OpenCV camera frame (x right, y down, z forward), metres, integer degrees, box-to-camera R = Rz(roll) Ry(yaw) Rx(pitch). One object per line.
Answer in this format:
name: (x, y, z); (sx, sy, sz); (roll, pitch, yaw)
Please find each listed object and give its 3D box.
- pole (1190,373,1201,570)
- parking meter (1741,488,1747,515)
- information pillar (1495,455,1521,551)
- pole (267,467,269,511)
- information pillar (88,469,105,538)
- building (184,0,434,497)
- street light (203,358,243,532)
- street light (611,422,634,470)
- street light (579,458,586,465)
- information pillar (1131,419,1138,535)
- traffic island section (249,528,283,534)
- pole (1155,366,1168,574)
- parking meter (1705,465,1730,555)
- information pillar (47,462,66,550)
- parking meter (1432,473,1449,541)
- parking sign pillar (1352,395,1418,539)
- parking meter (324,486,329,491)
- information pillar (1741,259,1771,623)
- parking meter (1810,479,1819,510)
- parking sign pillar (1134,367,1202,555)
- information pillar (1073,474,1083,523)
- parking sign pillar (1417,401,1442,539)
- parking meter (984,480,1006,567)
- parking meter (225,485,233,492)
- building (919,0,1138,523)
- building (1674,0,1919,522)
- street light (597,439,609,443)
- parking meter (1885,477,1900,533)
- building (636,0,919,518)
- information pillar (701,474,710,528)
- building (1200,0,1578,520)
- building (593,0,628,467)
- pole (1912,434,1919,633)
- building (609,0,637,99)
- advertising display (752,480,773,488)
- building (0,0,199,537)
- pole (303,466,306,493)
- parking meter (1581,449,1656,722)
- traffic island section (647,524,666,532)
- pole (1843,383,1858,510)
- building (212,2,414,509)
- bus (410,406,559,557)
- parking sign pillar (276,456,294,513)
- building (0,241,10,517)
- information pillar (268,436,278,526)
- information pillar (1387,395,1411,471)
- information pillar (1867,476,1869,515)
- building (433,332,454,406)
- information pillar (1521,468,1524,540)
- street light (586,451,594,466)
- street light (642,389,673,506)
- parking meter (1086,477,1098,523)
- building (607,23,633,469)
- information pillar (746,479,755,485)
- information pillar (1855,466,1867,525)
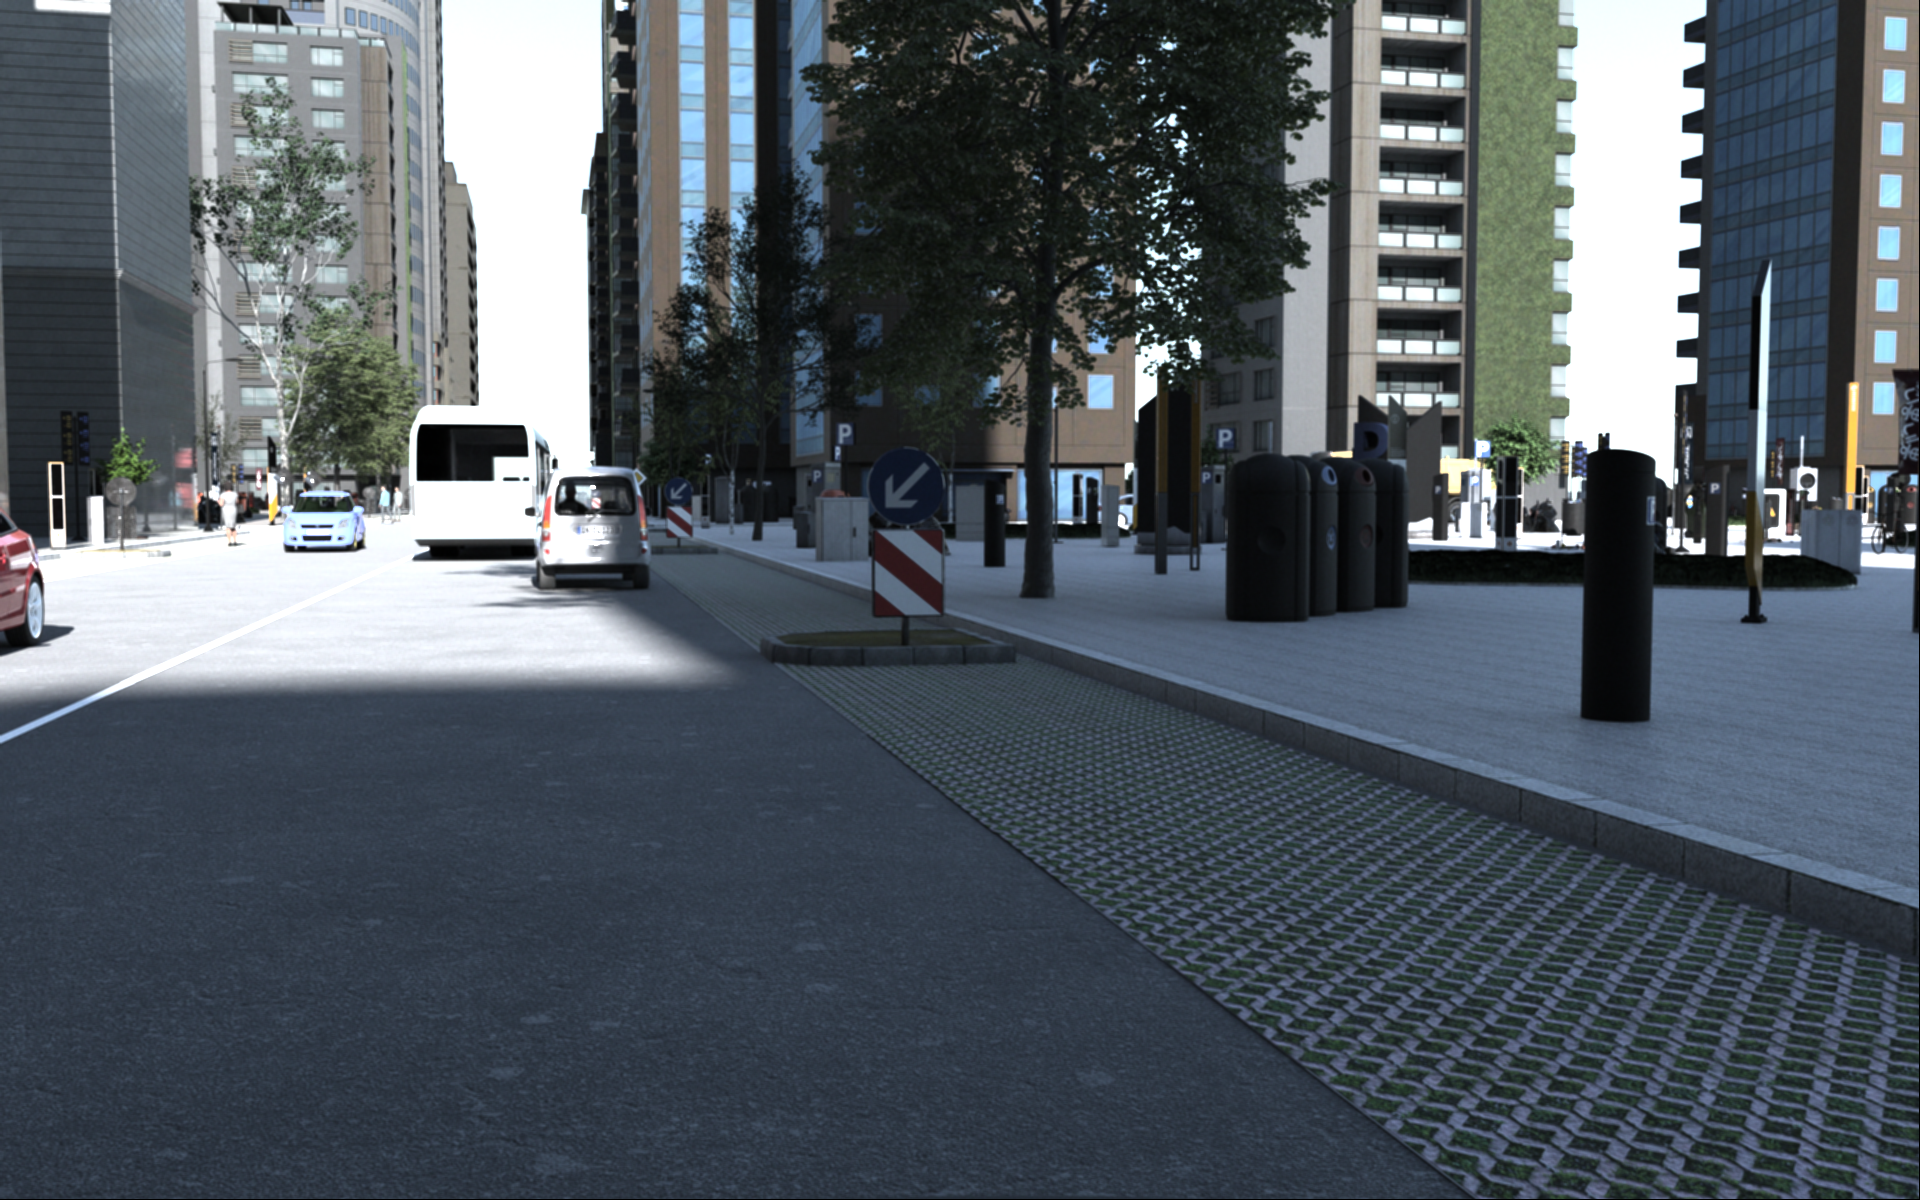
pole: (3.956, -2.154, 29.065); (0.158, 3.312, 0.155); (0, 3, 0)
parking meter: (32.998, -3.930, 72.661); (0.372, 1.533, 0.369); (0, 3, 0)
information pillar: (10.418, -1.744, 33.010); (0.304, 2.012, 0.304); (-1, 4, -10)
pole: (-51.678, -8.301, 129.569); (0.158, 3.312, 0.155); (0, 3, 0)
information pillar: (-25.332, -2.835, 50.839); (0.304, 2.012, 0.304); (3, 4, 38)
building: (-63.139, -38.276, 167.813); (21.231, 58.520, 28.212); (-1, 4, -13)
street light: (-25.144, -5.294, 59.100); (1.470, 5.913, 1.316); (-1, 4, -13)
street light: (-21.633, -8.512, 111.712); (1.470, 5.913, 1.316); (-1, 4, -13)
street light: (-49.756, -15.837, 231.482); (1.470, 5.913, 1.316); (-1, 4, -13)
information pillar: (5.658, -3.864, 54.537); (0.504, 3.616, 0.183); (-2, 4, -27)
traffic island section: (-24.566, -2.491, 63.013); (2.009, 0.180, 2.903); (-1, 4, -13)
pole: (3.220, -2.069, 27.676); (0.158, 3.312, 0.155); (0, 3, 0)
parking meter: (15.249, -1.786, 34.909); (0.255, 1.863, 0.399); (-3, 5, -41)
information pillar: (-20.920, -2.179, 40.117); (0.304, 2.012, 0.304); (-2, 4, -34)
parking meter: (13.169, -2.554, 47.468); (0.255, 1.863, 0.399); (-2, 4, -33)
parking sign pillar: (11.262, -3.568, 46.805); (1.447, 3.967, 1.447); (-3, 5, -45)
parking meter: (-47.957, -7.683, 131.327); (0.399, 1.863, 0.255); (-1, 4, -10)
information pillar: (7.908, -1.579, 17.173); (0.183, 3.616, 0.504); (2, 4, 34)
parking meter: (33.425, -3.797, 67.787); (0.255, 1.863, 0.399); (2, 4, 23)
parking sign pillar: (4.468, -2.975, 37.119); (1.447, 3.967, 1.447); (3, 4, 36)
information pillar: (4.348, -3.639, 63.989); (0.304, 2.012, 0.304); (2, 4, 23)
parking sign pillar: (13.309, -3.778, 50.242); (1.447, 3.967, 1.447); (-2, 4, -27)
parking meter: (0.612, -1.356, 30.589); (0.372, 1.533, 0.369); (0, 3, 0)
parking meter: (-45.152, -6.195, 107.007); (0.255, 1.863, 0.399); (3, 5, 40)
building: (-0.394, -26.519, 83.702); (14.200, 45.320, 14.600); (-1, 4, -13)
building: (48.828, -27.002, 91.596); (14.200, 45.320, 14.600); (-1, 4, -13)
street light: (-31.208, -11.009, 152.539); (1.470, 5.913, 1.316); (-1, 4, -13)
parking meter: (31.140, -3.184, 57.776); (0.255, 1.863, 0.399); (-1, 4, -17)
building: (-11.109, -27.460, 99.082); (14.600, 45.320, 14.200); (-1, 4, -13)
information pillar: (-9.539, -3.696, 64.918); (0.304, 2.012, 0.304); (0, 4, 1)
building: (21.306, -24.751, 88.268); (14.086, 41.232, 14.154); (-1, 4, -13)
building: (-26.481, -52.954, 178.470); (22.319, 86.520, 31.000); (-1, 4, -13)
pole: (8.926, -1.350, 15.918); (0.158, 3.312, 0.155); (0, 3, 0)
building: (-14.391, -28.990, 128.609); (22.147, 44.769, 28.867); (-1, 4, -13)
advertising display: (-9.318, -4.673, 81.619); (0.974, 1.923, 0.123); (0, 4, 2)
building: (-40.545, -16.846, 52.920); (29.804, 29.767, 11.434); (-1, 4, -13)
pole: (-46.663, -7.926, 123.432); (0.158, 3.312, 0.155); (0, 3, 0)
parking meter: (3.751, -0.089, 9.871); (0.372, 1.533, 0.369); (0, 3, 0)
traffic island section: (-12.257, -2.667, 65.889); (2.009, 0.180, 2.903); (-1, 4, -13)
pole: (16.352, -2.323, 31.827); (0.158, 3.312, 0.155); (0, 3, 0)
building: (-54.964, -28.439, 148.566); (14.154, 41.232, 14.086); (-1, 4, -13)
bus: (-11.564, -2.934, 42.836); (2.948, 3.499, 13.247); (-1, 4, -12)
parking sign pillar: (-47.072, -8.071, 120.430); (1.447, 3.967, 1.447); (-2, 4, -27)
building: (-26.065, -13.062, 18.076); (19.350, 26.468, 34.151); (-1, 4, -13)
information pillar: (-27.704, -4.798, 69.797); (0.183, 3.616, 0.504); (1, 4, 8)
information pillar: (10.357, -3.044, 41.125); (0.504, 3.616, 0.183); (-1, 4, -20)
information pillar: (37.681, -4.146, 72.283); (0.304, 2.012, 0.304); (0, 4, 7)
building: (-72.380, -21.469, 196.055); (27.650, 21.520, 28.899); (-1, 4, -13)
information pillar: (15.513, -2.686, 48.404); (0.304, 2.012, 0.304); (-1, 4, -16)
street light: (-39.283, -13.123, 187.100); (1.470, 5.913, 1.316); (-1, 4, -13)
street light: (-13.372, -6.384, 76.925); (1.470, 5.913, 1.316); (-1, 4, -13)
parking meter: (4.571, -3.311, 59.844); (0.255, 1.863, 0.399); (-3, 4, -36)
building: (-24.412, -28.897, 156.053); (14.154, 41.232, 14.086); (-1, 4, -13)
information pillar: (-10.377, -4.981, 85.936); (0.304, 2.012, 0.304); (3, 5, 44)
information pillar: (23.252, -2.478, 45.003); (0.304, 2.012, 0.304); (1, 4, 9)
